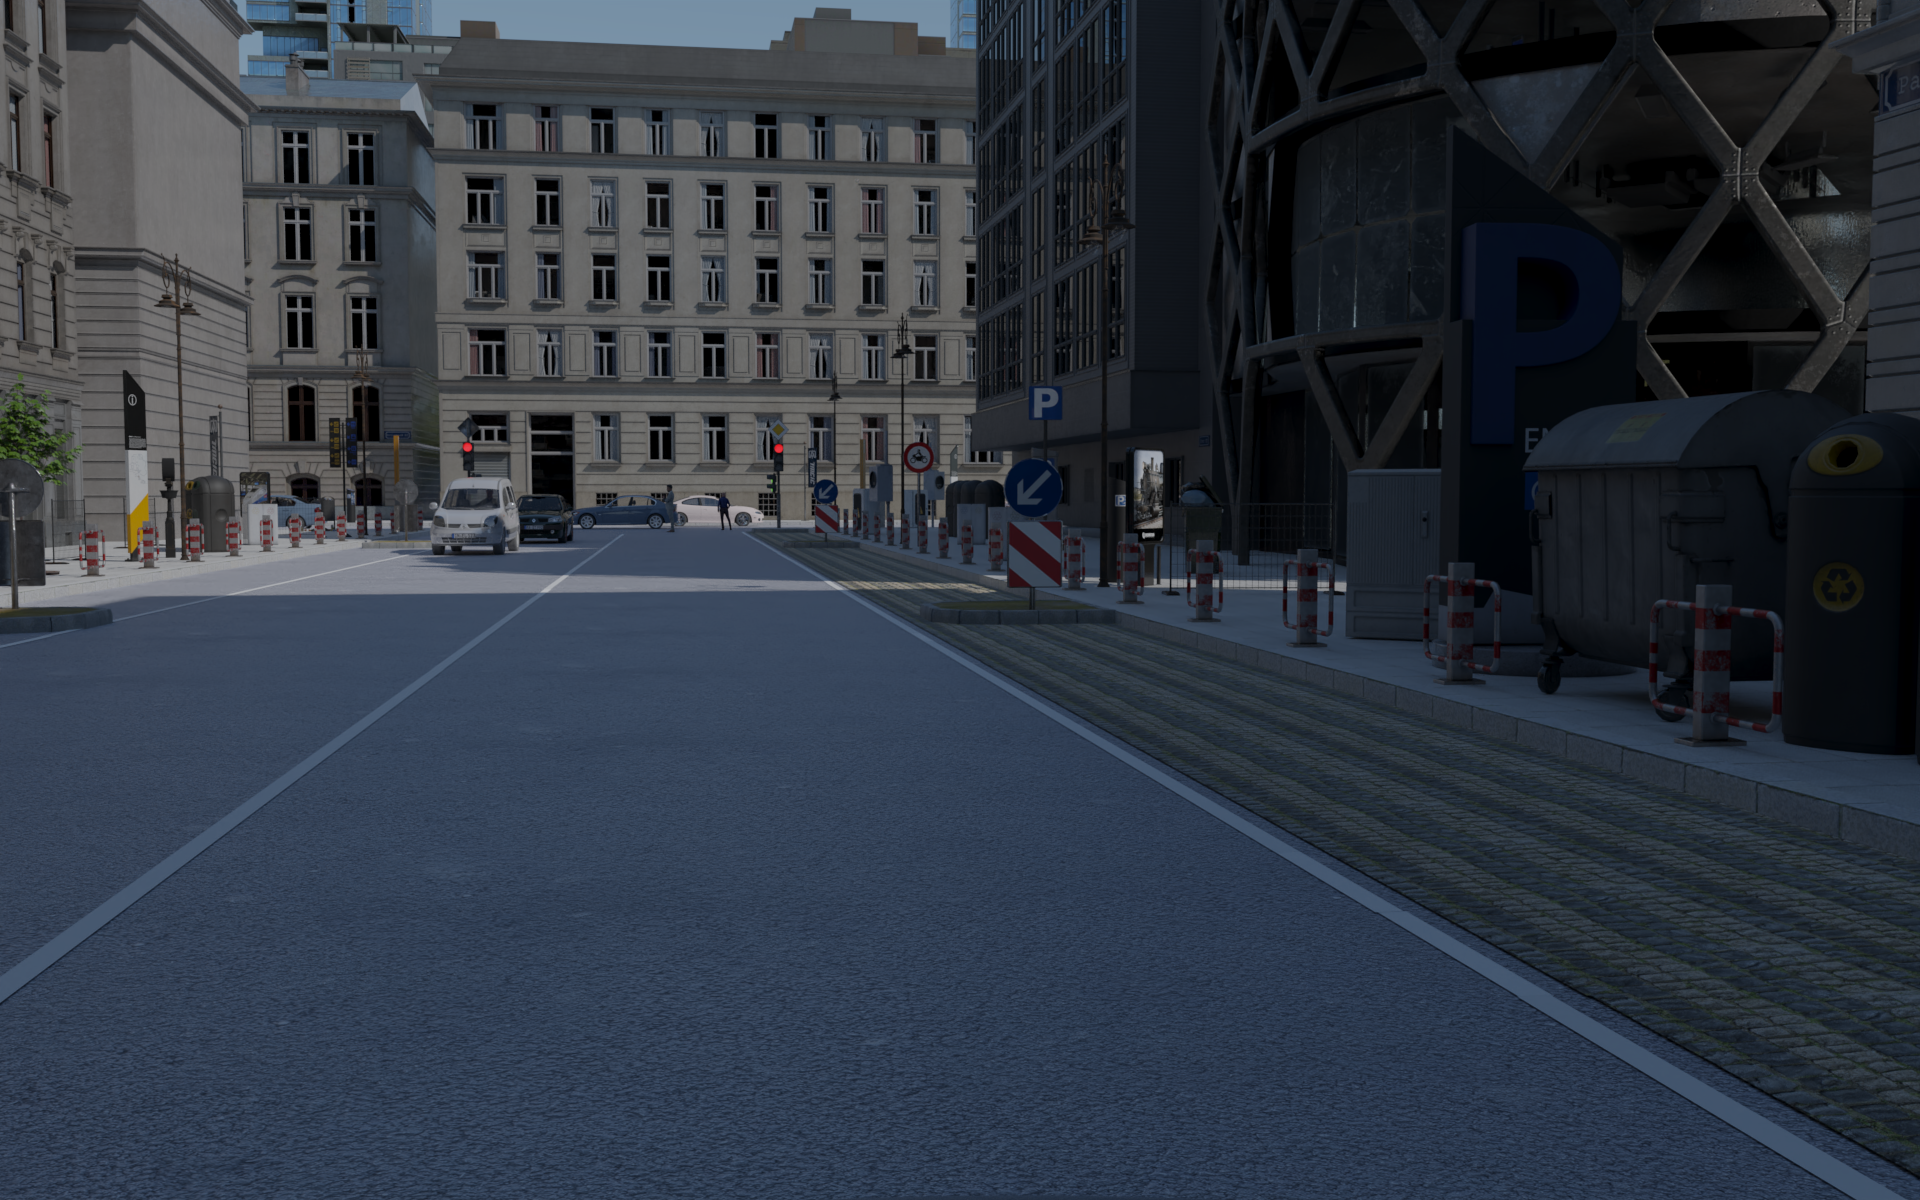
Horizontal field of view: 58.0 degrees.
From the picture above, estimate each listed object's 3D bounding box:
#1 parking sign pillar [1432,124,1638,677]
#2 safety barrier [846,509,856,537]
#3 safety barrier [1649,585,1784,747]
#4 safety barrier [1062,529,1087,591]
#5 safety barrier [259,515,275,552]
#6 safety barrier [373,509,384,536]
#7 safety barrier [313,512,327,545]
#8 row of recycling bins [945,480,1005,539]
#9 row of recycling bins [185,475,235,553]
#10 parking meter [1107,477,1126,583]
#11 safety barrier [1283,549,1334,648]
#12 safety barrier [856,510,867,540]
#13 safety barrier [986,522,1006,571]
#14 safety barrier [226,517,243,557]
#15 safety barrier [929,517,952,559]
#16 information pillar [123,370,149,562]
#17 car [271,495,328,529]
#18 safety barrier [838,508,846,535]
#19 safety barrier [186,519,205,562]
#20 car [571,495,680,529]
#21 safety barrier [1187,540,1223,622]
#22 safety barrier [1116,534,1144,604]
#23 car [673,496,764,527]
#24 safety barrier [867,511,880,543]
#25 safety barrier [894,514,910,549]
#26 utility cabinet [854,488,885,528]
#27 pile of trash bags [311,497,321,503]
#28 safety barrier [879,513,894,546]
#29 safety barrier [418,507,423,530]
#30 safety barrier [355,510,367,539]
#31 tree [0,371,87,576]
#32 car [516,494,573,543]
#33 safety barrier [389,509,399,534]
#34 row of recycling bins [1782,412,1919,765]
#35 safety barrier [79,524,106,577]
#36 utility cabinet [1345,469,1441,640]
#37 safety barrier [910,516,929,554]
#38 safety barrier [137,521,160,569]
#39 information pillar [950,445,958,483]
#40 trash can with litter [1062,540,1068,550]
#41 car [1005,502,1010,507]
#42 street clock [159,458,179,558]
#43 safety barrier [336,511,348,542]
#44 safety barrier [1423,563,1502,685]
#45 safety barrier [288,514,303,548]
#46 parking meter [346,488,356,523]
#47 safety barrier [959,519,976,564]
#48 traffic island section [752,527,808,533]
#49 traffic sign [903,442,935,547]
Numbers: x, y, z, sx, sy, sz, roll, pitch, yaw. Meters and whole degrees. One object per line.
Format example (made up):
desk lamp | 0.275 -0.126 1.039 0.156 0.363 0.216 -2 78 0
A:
parking sign pillar | 4.240 -1.482 12.704 1.447 3.967 1.447 0 4 -3
safety barrier | -3.121 -2.284 51.619 0.300 0.817 1.120 -1 4 -9
safety barrier | 3.847 0.331 8.856 0.300 0.817 1.120 -1 4 -9
safety barrier | 1.525 -0.540 23.101 0.300 0.817 1.120 -1 4 -9
safety barrier | -15.341 -1.471 38.323 0.300 0.817 1.120 -1 4 -9
safety barrier | -17.669 -2.344 52.607 0.300 0.817 1.120 -1 4 -9
safety barrier | -16.271 -1.820 44.025 0.300 0.817 1.120 -1 4 -9
row of recycling bins | 0.395 -2.671 50.779 1.069 1.692 3.534 -1 4 -18
row of recycling bins | -17.060 -1.979 39.470 1.069 1.692 3.534 -2 4 -27
parking meter | 2.311 -1.020 25.092 0.372 1.533 0.369 0 3 0
safety barrier | 2.917 -0.017 14.549 0.300 0.817 1.120 -1 4 -9
safety barrier | -2.659 -2.110 48.774 0.300 0.817 1.120 -1 4 -9
safety barrier | 0.597 -0.888 28.791 0.300 0.817 1.120 -1 4 -9
safety barrier | -14.877 -1.297 35.478 0.300 0.817 1.120 -1 4 -9
safety barrier | -0.329 -1.236 34.481 0.300 0.817 1.120 -1 4 -9
information pillar | -15.639 -2.539 32.863 0.183 3.616 0.504 1 4 17
car | -26.781 -3.350 66.773 4.499 1.417 2.014 -1 4 -10
safety barrier | -3.587 -2.459 54.478 0.300 0.817 1.120 -1 4 -9
safety barrier | -14.409 -1.122 32.622 0.300 0.817 1.120 -1 4 -9
car | -13.841 -3.633 71.402 4.499 1.417 2.014 -1 4 -11
safety barrier | 2.455 -0.191 17.394 0.300 0.817 1.120 -1 4 -9
safety barrier | 1.991 -0.365 20.250 0.300 0.817 1.120 -1 4 -9
car | -11.159 -3.959 77.091 4.827 1.381 2.083 -1 4 -10
safety barrier | -2.193 -1.934 45.903 0.300 0.817 1.120 -1 4 -9
safety barrier | -1.258 -1.585 40.193 0.300 0.817 1.120 -1 4 -9
utility cabinet | -3.414 -3.469 65.393 1.173 1.500 0.318 0 4 -3
pile of trash bags | -30.868 -4.275 79.648 3.447 1.369 1.912 1 4 22
safety barrier | -1.724 -1.759 43.041 0.300 0.817 1.120 -1 4 -9
safety barrier | -19.062 -2.867 61.158 0.300 0.817 1.120 -1 4 -9
safety barrier | -17.203 -2.169 49.738 0.300 0.817 1.120 -1 4 -9
tree | -14.719 -2.006 27.403 1.663 3.219 1.824 0 3 0
car | -12.476 -2.549 51.463 2.009 1.686 4.222 -1 4 -8
safety barrier | -18.132 -2.519 55.465 0.300 0.817 1.120 -1 4 -9
row of recycling bins | 4.917 -0.027 7.554 1.069 1.692 3.534 0 4 -8
safety barrier | -13.483 -0.773 26.915 0.300 0.817 1.120 -1 4 -9
utility cabinet | 3.992 -0.395 15.131 1.173 1.500 0.318 2 4 29
safety barrier | -0.796 -1.411 37.340 0.300 0.817 1.120 -1 4 -9
safety barrier | -13.949 -0.948 29.769 0.300 0.817 1.120 -1 4 -9
information pillar | -0.284 -5.576 82.523 0.183 3.616 0.504 3 5 39
trash can with litter | 2.002 -1.731 39.693 1.055 1.170 0.624 3 5 40
car | 4.209 -3.988 77.564 4.827 1.381 2.083 0 4 -7
street clock | -15.880 -1.848 34.787 0.358 2.002 0.471 -1 4 -23
safety barrier | -16.734 -1.994 46.870 0.300 0.817 1.120 -1 4 -9
safety barrier | 3.382 0.157 11.705 0.300 0.817 1.120 -1 4 -9
safety barrier | -15.804 -1.645 41.171 0.300 0.817 1.120 -1 4 -9
parking meter | -27.206 -4.217 77.367 0.372 1.533 0.369 0 3 0
safety barrier | 0.135 -1.062 31.637 0.300 0.817 1.120 -1 4 -9
traffic island section | -6.781 -2.617 65.073 2.009 0.180 2.903 -1 4 -9
traffic sign | -1.000 -2.572 42.155 0.768 2.556 0.104 0 4 0
